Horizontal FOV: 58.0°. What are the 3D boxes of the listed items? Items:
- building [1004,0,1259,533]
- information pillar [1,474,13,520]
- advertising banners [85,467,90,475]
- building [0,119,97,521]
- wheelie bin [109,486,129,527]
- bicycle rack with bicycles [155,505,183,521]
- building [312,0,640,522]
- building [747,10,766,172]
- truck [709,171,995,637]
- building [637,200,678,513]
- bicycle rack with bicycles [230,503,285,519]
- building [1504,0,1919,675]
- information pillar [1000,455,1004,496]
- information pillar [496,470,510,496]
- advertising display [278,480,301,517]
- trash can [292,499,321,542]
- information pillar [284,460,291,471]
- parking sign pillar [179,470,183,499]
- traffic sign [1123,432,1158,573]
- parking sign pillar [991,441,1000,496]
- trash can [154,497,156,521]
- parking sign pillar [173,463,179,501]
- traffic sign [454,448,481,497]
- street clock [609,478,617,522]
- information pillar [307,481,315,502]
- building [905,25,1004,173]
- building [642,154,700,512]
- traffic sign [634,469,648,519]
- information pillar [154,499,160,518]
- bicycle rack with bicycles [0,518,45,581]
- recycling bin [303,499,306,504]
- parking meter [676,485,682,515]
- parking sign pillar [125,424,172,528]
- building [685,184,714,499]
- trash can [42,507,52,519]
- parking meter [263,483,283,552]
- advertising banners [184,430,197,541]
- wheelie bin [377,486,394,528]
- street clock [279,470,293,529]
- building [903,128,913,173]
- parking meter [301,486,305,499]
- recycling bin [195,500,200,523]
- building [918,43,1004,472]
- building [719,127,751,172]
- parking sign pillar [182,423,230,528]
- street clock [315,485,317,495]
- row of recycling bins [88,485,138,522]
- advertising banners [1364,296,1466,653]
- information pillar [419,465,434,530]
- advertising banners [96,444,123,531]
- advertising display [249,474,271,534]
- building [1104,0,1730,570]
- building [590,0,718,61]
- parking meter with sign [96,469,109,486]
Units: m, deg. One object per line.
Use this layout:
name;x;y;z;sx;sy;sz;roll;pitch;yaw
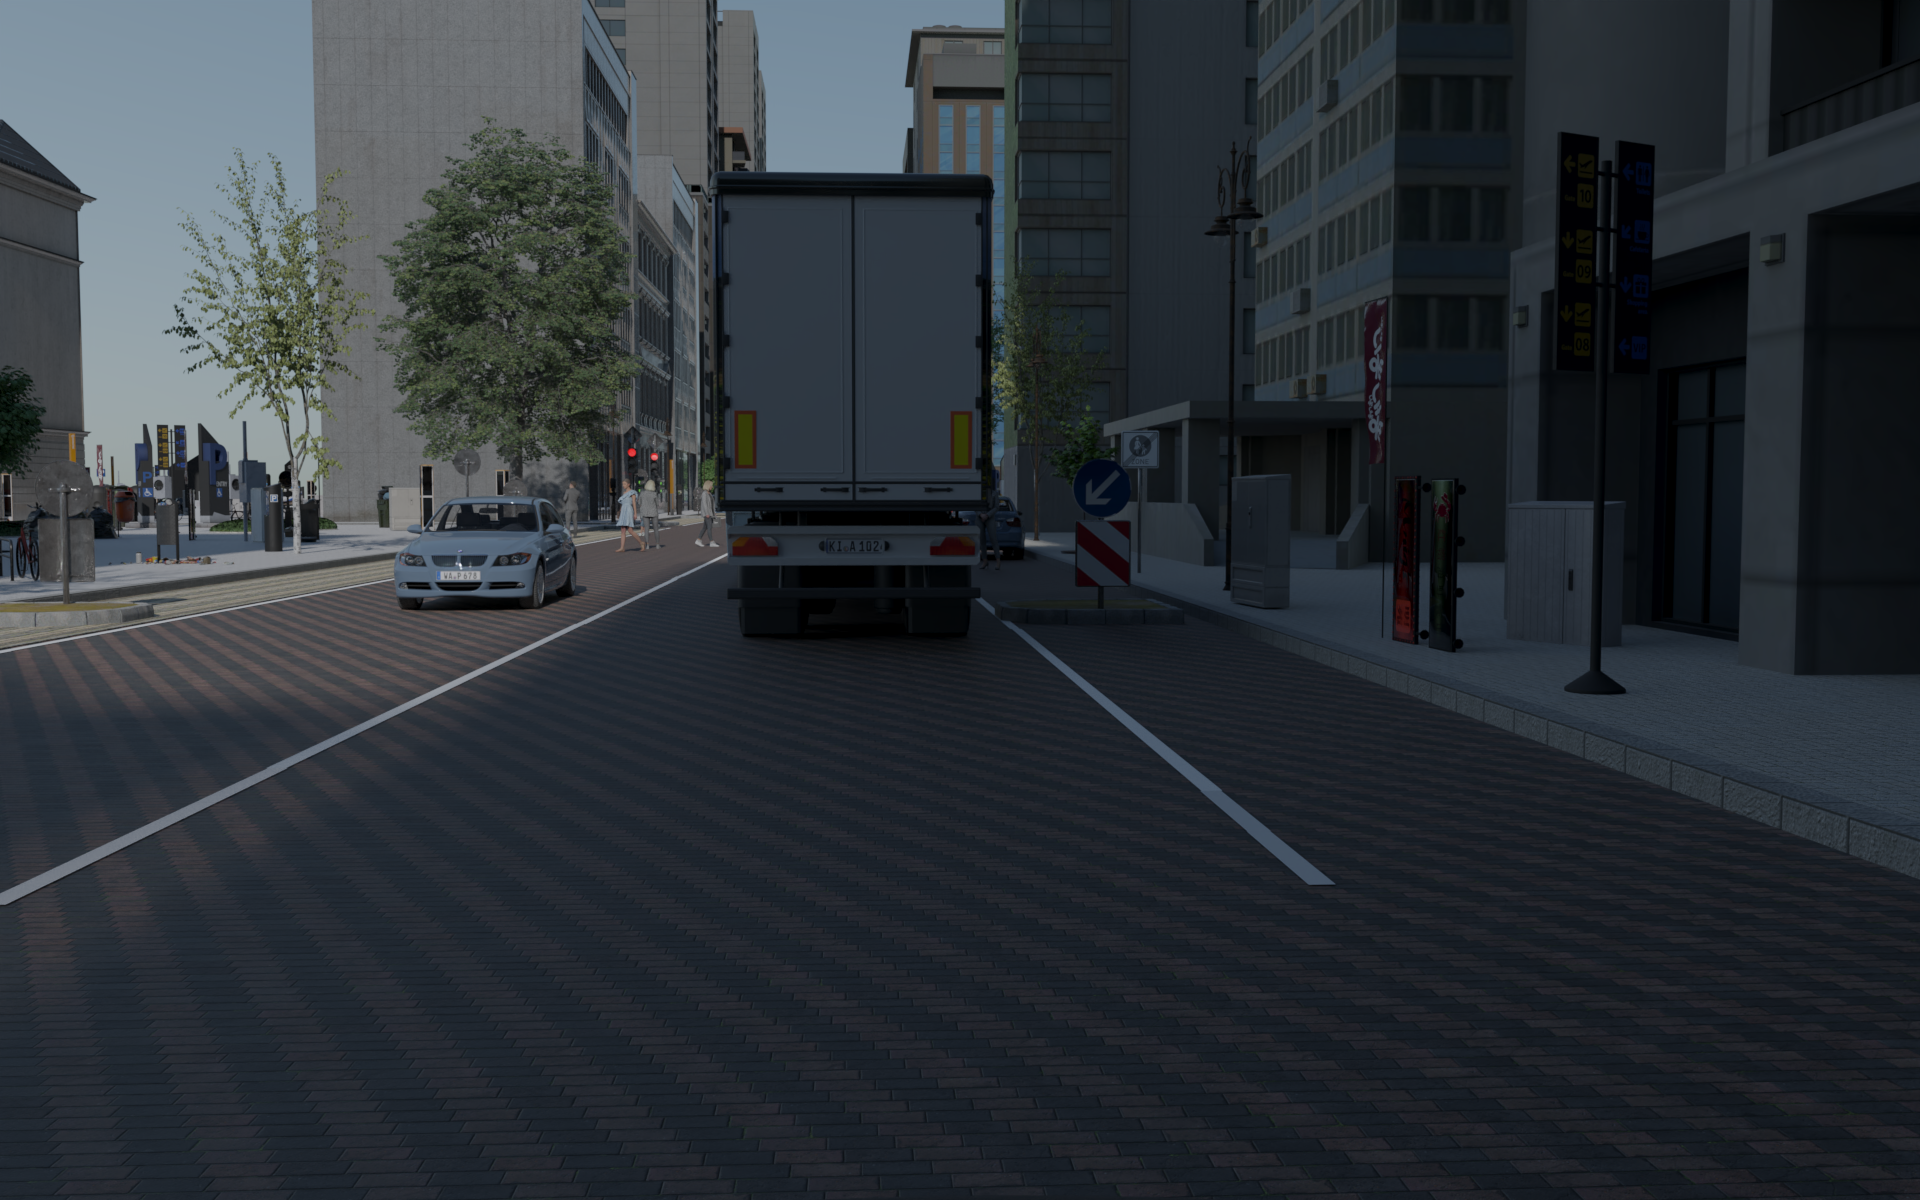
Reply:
building;8.487;-23.247;63.686;14.154;41.232;14.086;0;4;-3
information pillar;-34.635;-3.576;62.954;0.304;2.012;0.304;-2;4;-35
advertising banners;-55.594;-7.077;111.900;2.074;3.025;0.090;-1;4;-17
building;-53.142;-13.330;82.577;19.286;19.102;10.561;0;4;-3
wheelie bin;-32.602;-3.625;67.182;0.980;1.594;0.693;-1;4;-18
bicycle rack with bicycles;-39.181;-4.269;83.184;2.925;0.926;2.852;3;4;36
building;-23.776;-16.563;88.830;12.078;24.808;19.932;0;4;-3
building;-38.445;-50.361;261.648;20.563;71.187;20.611;0;4;-3
truck;-1.251;-1.946;20.731;2.839;4.237;11.283;0;4;-3
building;-24.677;-16.734;109.757;11.583;22.565;21.152;0;4;-3
bicycle rack with bicycles;-28.238;-3.428;69.425;2.925;0.926;2.852;0;4;8
building;16.377;-34.719;5.913;20.563;71.187;20.611;0;4;-3
information pillar;2.529;-6.825;102.938;0.183;3.616;0.504;2;4;26
information pillar;-13.926;-2.954;52.783;0.304;2.012;0.304;1;4;16
advertising display;-30.634;-4.523;79.168;0.974;1.923;0.123;0;4;-4
trash can;-17.378;-2.107;46.095;0.748;1.137;0.748;0;3;0
information pillar;-44.435;-7.541;114.651;0.504;3.616;0.183;-3;4;-36
parking sign pillar;-45.885;-7.072;104.094;1.447;3.967;1.447;-1;4;-18
traffic sign;2.908;-1.585;28.046;0.606;2.300;0.079;0;4;-2
parking sign pillar;1.399;-6.003;86.618;1.447;3.967;1.447;0;4;1
trash can;-36.772;-4.080;78.368;0.748;1.137;0.748;0;3;0
parking sign pillar;-54.127;-8.020;119.592;1.447;3.967;1.447;2;4;27
traffic sign;-13.744;-2.949;48.319;0.768;2.556;0.104;0;4;3
street clock;-15.666;-4.505;78.222;0.358;2.002;0.471;-1;4;-17
information pillar;-35.279;-5.484;94.154;0.304;2.012;0.304;1;4;19
building;8.591;-37.052;195.037;28.713;52.752;27.495;0;4;-3
building;-26.581;-19.109;130.456;12.078;24.808;19.932;0;4;-3
traffic sign;-16.163;-5.353;87.628;0.768;2.556;0.104;0;4;-2
information pillar;-41.821;-5.232;90.032;0.304;2.012;0.304;0;3;0
bicycle rack with bicycles;-15.165;-0.769;25.949;2.852;0.926;2.925;-2;4;-32
recycling bin;-37.332;-5.260;98.551;0.722;1.027;0.722;0;4;3
parking meter;-17.211;-6.140;106.097;0.255;1.863;0.399;-2;4;-26
parking sign pillar;-30.967;-4.729;65.787;1.447;3.967;1.447;-2;4;-33
building;-29.655;-23.780;160.507;14.160;30.474;14.107;0;4;-3
trash can;-40.998;-4.060;78.033;0.748;1.137;0.748;0;3;0
parking meter;-15.294;-1.844;38.554;0.372;1.533;0.369;0;3;0
advertising banners;-21.307;-3.163;47.904;0.090;3.025;2.074;-1;4;-18
wheelie bin;-21.743;-3.543;65.841;0.980;1.594;0.693;2;4;33
street clock;-20.627;-2.971;53.152;0.471;2.002;0.358;-1;4;-11
building;3.705;-36.435;219.414;21.300;48.544;21.600;0;4;-3
parking meter;-50.115;-7.712;131.796;0.399;1.863;0.255;1;4;10
recycling bin;-30.418;-3.517;70.058;0.722;1.027;0.722;1;4;9
building;2.956;-32.047;174.072;14.600;45.320;14.200;0;4;-3
building;-35.659;-33.481;202.034;22.147;44.769;28.867;0;4;-3
parking sign pillar;-28.605;-4.768;66.425;1.447;3.967;1.447;1;4;11
street clock;-53.315;-8.471;143.067;0.358;2.002;0.471;0;4;6
row of recycling bins;-38.411;-4.393;78.933;1.069;1.692;3.534;1;4;11
advertising banners;3.849;-1.141;14.842;0.090;3.025;2.074;-1;4;-8
information pillar;-13.360;-2.380;43.402;0.304;2.012;0.304;-2;4;-25
advertising banners;-29.839;-3.948;60.736;2.074;3.025;0.090;3;5;44
advertising display;-22.283;-3.053;55.130;0.974;1.923;0.123;2;4;31
building;19.977;-21.131;37.380;32.217;40.220;23.993;0;4;-3
building;-32.961;-45.148;176.421;20.563;71.187;20.611;0;4;-3
parking meter with sign;-59.493;-7.597;120.469;0.543;3.016;1.738;-1;4;-12
